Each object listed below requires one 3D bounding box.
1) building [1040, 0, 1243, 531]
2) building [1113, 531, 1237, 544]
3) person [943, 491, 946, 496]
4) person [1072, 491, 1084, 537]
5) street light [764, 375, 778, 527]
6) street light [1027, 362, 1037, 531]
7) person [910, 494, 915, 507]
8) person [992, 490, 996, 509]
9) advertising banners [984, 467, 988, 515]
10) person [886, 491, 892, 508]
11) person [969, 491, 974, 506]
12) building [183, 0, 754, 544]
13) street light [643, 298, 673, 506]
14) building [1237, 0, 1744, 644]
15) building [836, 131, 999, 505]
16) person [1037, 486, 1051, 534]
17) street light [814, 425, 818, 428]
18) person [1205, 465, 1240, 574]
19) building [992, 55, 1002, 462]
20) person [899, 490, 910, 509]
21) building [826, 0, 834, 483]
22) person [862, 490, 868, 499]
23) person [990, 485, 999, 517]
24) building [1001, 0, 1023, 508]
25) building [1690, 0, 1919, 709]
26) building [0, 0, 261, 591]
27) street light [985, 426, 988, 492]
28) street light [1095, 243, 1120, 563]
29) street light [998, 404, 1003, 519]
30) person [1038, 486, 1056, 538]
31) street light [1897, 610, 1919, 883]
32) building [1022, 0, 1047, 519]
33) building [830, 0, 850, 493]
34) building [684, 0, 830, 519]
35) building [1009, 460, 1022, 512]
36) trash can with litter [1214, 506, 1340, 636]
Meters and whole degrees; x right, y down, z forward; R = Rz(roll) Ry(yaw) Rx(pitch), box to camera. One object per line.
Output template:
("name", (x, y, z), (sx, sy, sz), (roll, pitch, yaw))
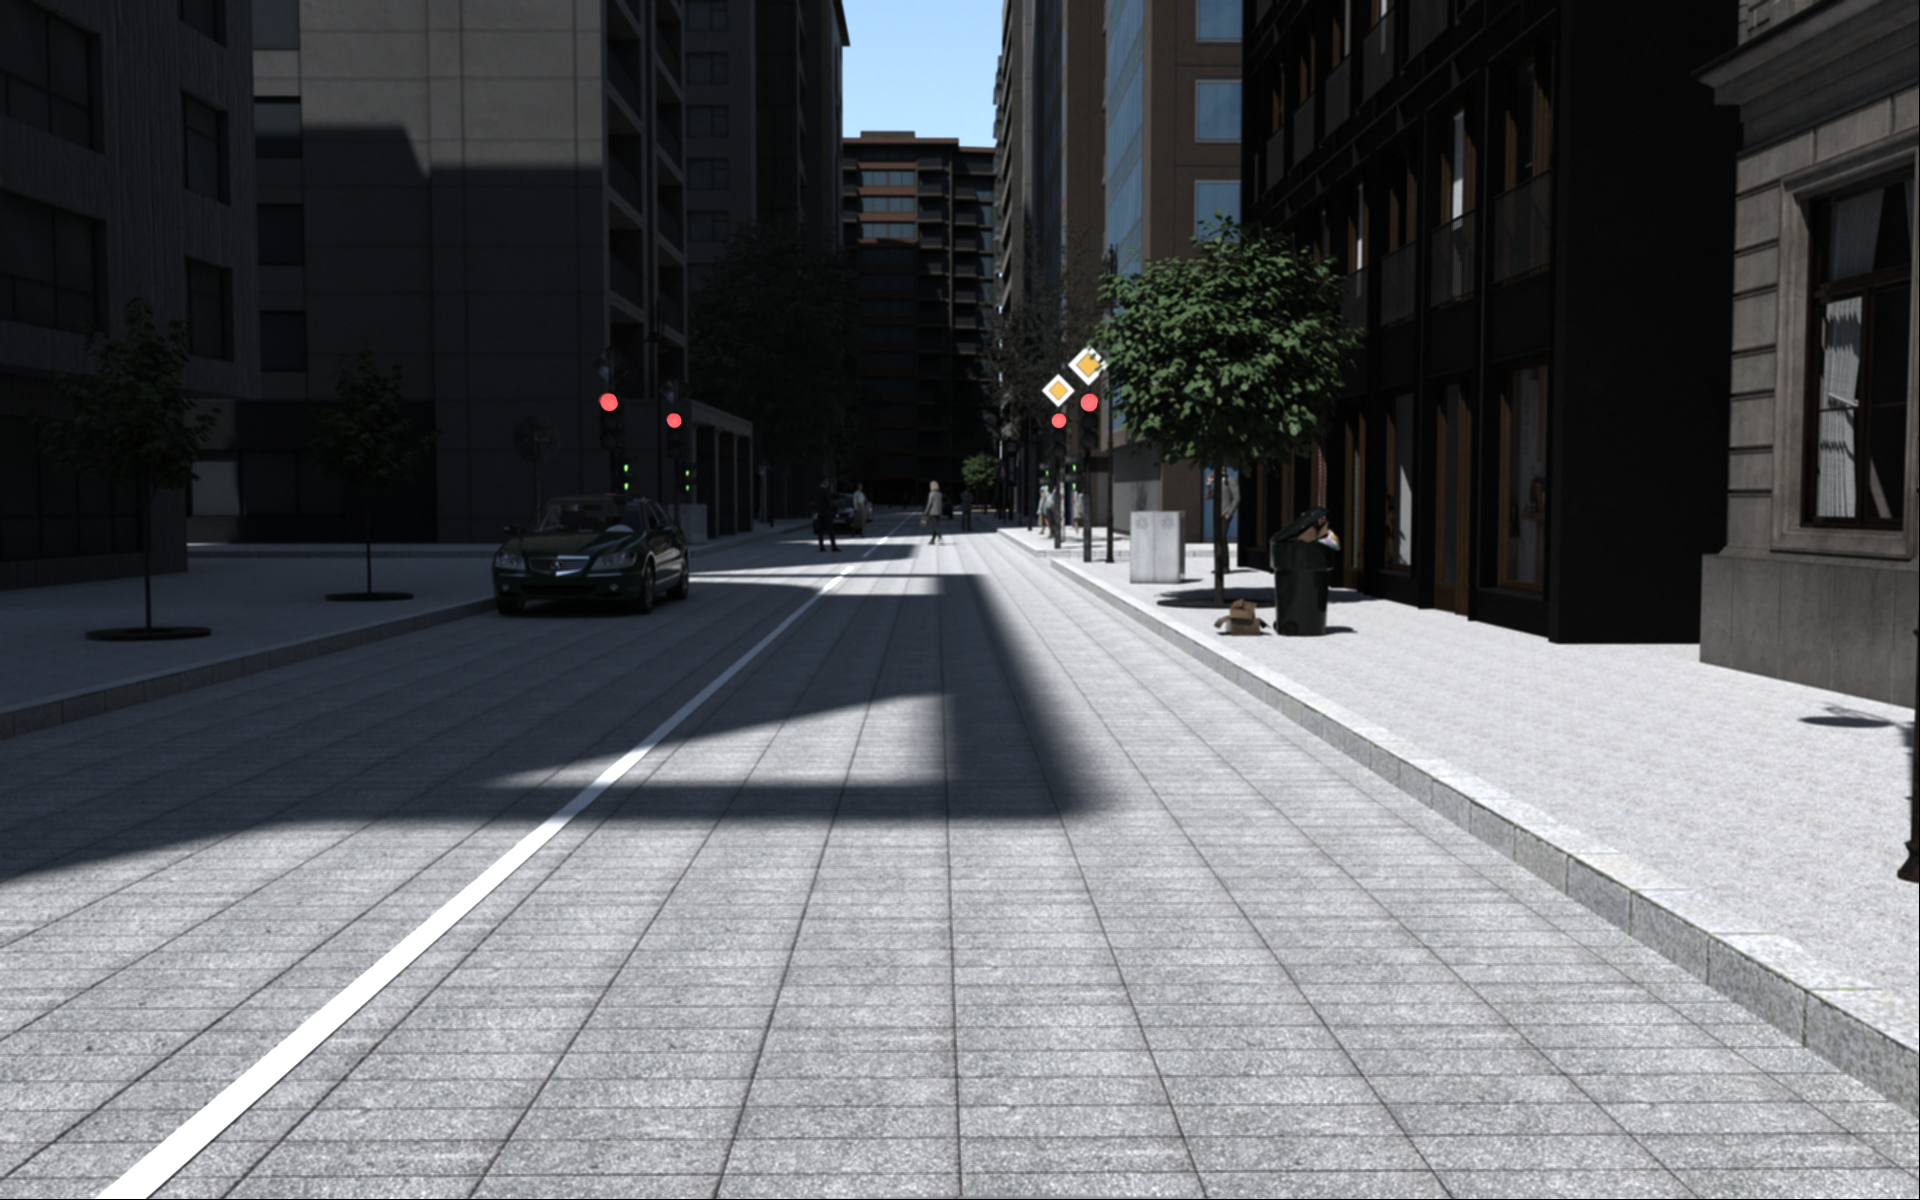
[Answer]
("building", (10.836, -25.802, 71.977), (14.600, 45.320, 14.200), (0, 4, -1))
("building", (11.843, -24.464, 50.103), (14.200, 45.320, 14.600), (0, 4, -1))
("person", (-1.624, -11.052, 189.989), (0.721, 1.735, 1.217), (0, 4, 1))
("person", (3.598, -2.756, 52.114), (0.522, 1.701, 0.512), (2, 4, 29))
("street light", (-7.353, -5.793, 67.511), (0.468, 5.910, 1.993), (0, 4, -1))
("street light", (2.448, -5.361, 60.443), (0.468, 5.910, 1.993), (0, 4, -1))
("person", (-5.281, -10.862, 189.316), (0.991, 1.433, 0.599), (3, 5, 45))
("person", (2.989, -8.364, 144.256), (0.593, 1.643, 0.415), (0, 4, 3))
("advertising banners", (1.630, -6.842, 108.049), (0.090, 3.025, 2.074), (0, 4, 7))
("person", (-7.151, -10.112, 174.509), (0.721, 1.739, 1.217), (1, 4, 23))
("person", (1.116, -11.203, 189.224), (0.705, 1.822, 1.348), (2, 4, 31))
("building", (-17.249, -37.583, 52.740), (20.563, 71.187, 20.611), (0, 4, -1))
("street light", (-7.109, -4.168, 40.939), (0.468, 5.910, 1.993), (0, 4, -1))
("building", (11.151, -11.767, 22.068), (12.332, 23.373, 15.834), (0, 4, -1))
("building", (-9.397, -34.076, 211.761), (28.867, 44.769, 22.147), (0, 4, -1))
("person", (2.756, -2.977, 54.811), (0.616, 1.811, 0.778), (-2, 4, -34))
("street light", (-7.825, -7.418, 94.079), (0.468, 5.910, 1.993), (0, 4, -1))
("person", (4.222, -1.327, 27.928), (0.473, 1.802, 0.592), (-1, 4, -10))
("building", (14.625, -33.915, 174.118), (23.786, 49.044, 30.456), (0, 4, -1))
("person", (-5.283, -9.639, 166.198), (1.348, 1.812, 0.705), (-3, 5, -44))
("building", (-17.939, -30.242, 144.570), (14.600, 45.320, 14.200), (0, 4, -1))
("person", (-10.210, -10.872, 184.351), (0.990, 1.755, 0.434), (2, 4, 33))
("person", (2.085, -5.544, 96.862), (0.728, 1.800, 0.709), (2, 4, 32))
("building", (14.602, -32.076, 148.151), (21.300, 48.544, 21.600), (0, 4, -1))
("building", (10.476, -8.503, 3.648), (10.561, 19.102, 19.286), (0, 4, -1))
("building", (-18.672, -15.456, 24.411), (14.107, 30.474, 14.160), (0, 4, -1))
("street light", (1.727, -8.716, 115.295), (0.468, 5.910, 1.993), (0, 4, -1))
("street light", (2.799, -3.631, 32.157), (0.468, 5.910, 1.993), (0, 4, -1))
("street light", (2.024, -7.078, 88.514), (0.468, 5.910, 1.993), (0, 4, -1))
("person", (2.635, -2.693, 50.561), (0.782, 1.767, 0.515), (3, 5, 43))
("street light", (3.223, -2.006, 5.588), (0.468, 5.910, 1.993), (0, 4, -1))
("building", (14.153, -34.176, 100.774), (21.231, 58.520, 28.212), (0, 4, -1))
("building", (-25.432, -35.791, 174.413), (27.495, 52.752, 28.713), (0, 4, -1))
("building", (-14.382, -24.891, 90.562), (14.154, 41.232, 14.086), (0, 4, -1))
("building", (14.282, -42.076, 126.187), (20.563, 71.187, 20.611), (0, 4, -1))
("trash can with litter", (2.872, -0.265, 15.716), (1.055, 1.170, 0.624), (0, 4, -1))
